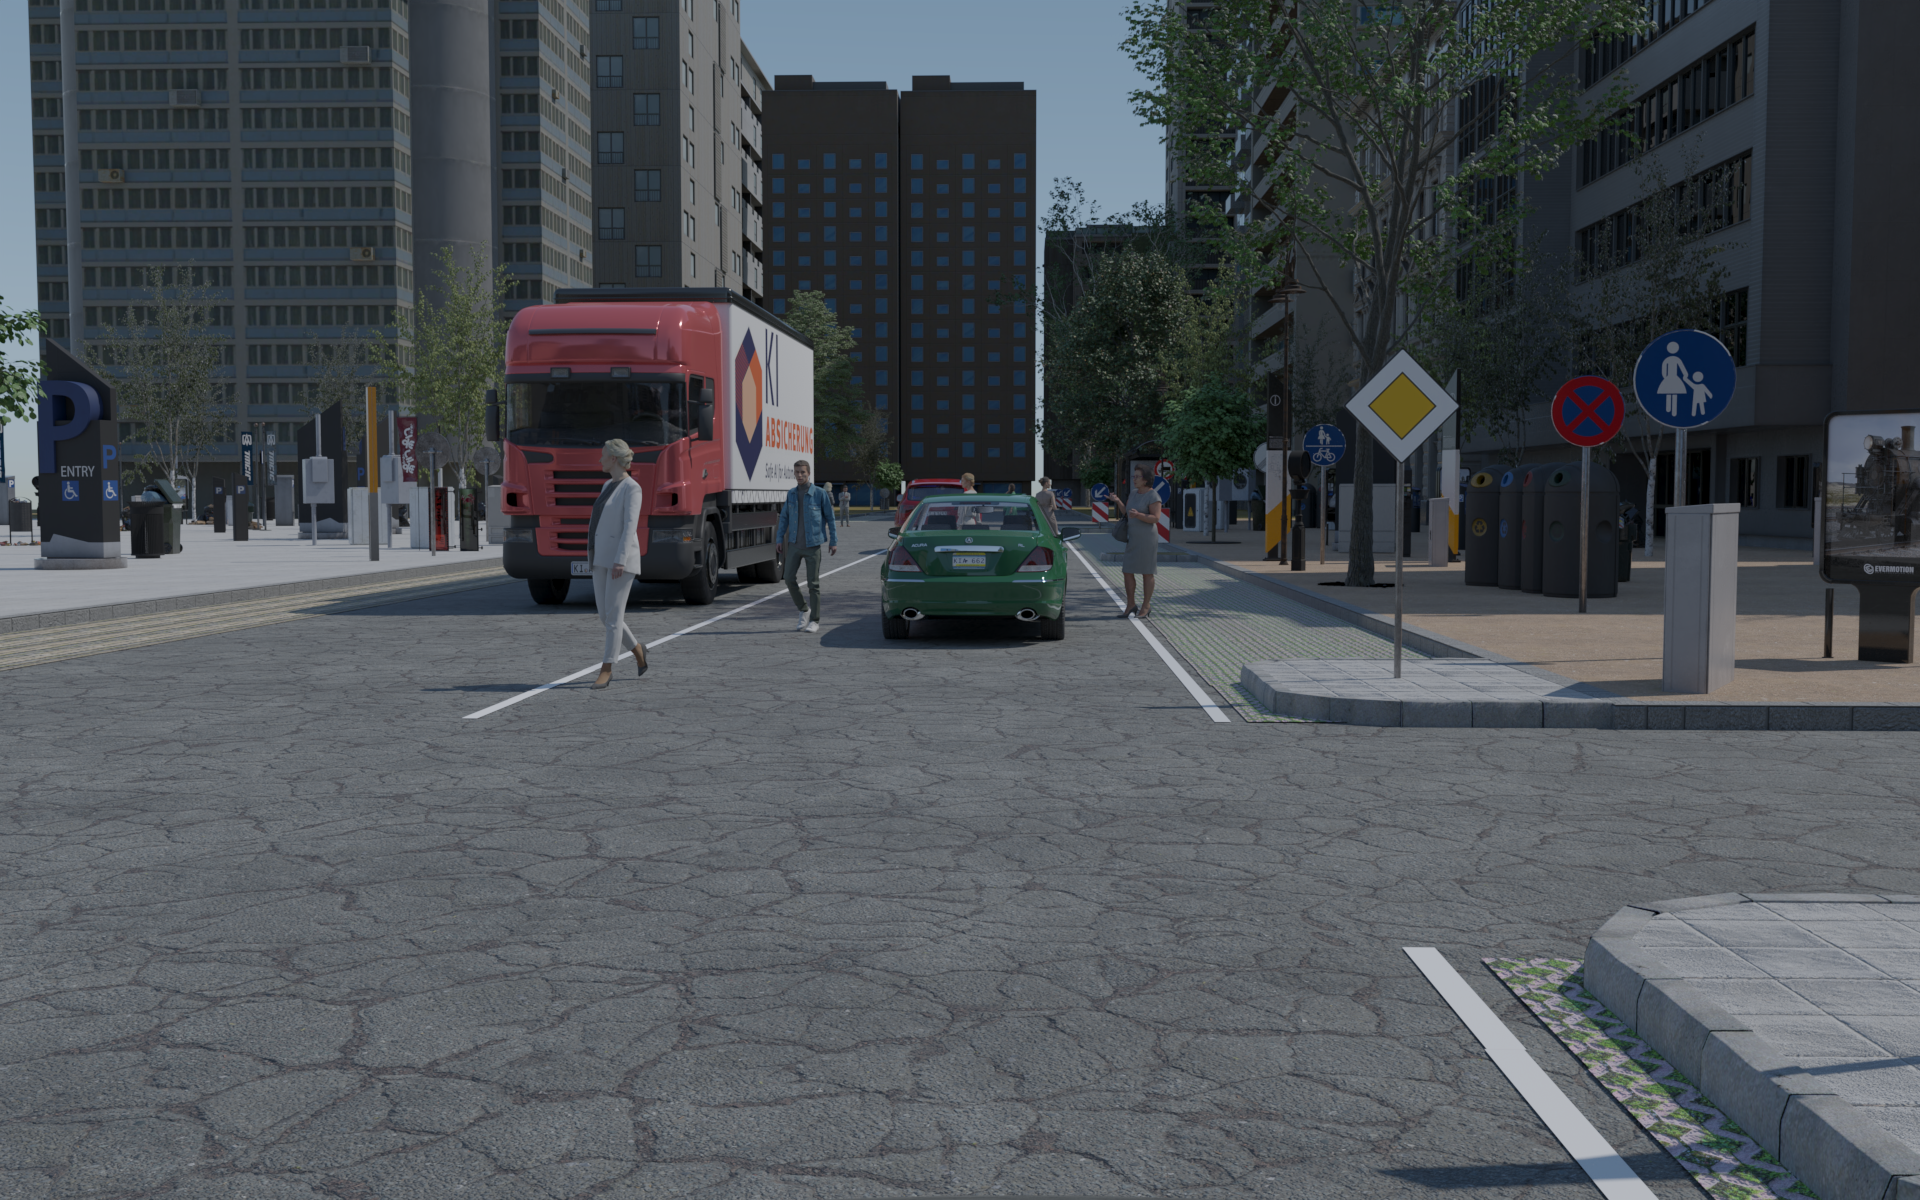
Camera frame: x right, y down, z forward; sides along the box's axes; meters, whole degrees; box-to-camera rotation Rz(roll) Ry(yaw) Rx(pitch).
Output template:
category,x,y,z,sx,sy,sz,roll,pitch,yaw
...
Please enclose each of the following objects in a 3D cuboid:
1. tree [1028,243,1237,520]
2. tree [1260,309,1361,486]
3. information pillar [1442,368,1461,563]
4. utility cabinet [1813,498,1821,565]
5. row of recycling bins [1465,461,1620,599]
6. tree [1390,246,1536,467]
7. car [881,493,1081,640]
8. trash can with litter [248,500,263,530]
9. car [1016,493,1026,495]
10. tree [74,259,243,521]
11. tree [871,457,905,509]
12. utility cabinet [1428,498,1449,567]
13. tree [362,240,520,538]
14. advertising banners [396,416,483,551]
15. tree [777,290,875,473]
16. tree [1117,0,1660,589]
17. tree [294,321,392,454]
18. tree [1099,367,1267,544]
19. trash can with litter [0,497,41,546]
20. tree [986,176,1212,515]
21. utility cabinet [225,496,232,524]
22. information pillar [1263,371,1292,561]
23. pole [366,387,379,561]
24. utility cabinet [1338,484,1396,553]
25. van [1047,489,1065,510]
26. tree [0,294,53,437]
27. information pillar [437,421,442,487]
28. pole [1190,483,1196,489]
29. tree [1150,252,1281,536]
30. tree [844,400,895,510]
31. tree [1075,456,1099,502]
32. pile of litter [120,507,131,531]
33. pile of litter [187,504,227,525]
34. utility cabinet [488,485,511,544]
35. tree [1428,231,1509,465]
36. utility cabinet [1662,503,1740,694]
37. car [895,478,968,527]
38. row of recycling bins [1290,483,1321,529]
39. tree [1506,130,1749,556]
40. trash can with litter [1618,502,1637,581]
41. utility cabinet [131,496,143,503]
category,x,y,z,sx,sy,sz,roll,pitch,yaw
tree,7.795,-9.929,79.340,9.611,12.733,9.660,0,3,0
tree,14.076,-7.266,69.158,4.360,8.622,3.978,0,3,0
information pillar,9.221,-2.518,32.520,0.183,3.616,0.504,-1,4,-15
utility cabinet,15.890,-1.219,31.085,0.306,1.237,1.020,-2,4,-32
row of recycling bins,7.688,-0.969,22.959,1.069,1.692,3.534,0,4,-4
tree,14.918,-6.209,51.880,4.737,8.622,4.395,0,3,0
car,0.228,-0.410,18.497,2.131,1.459,4.920,0,4,4
trash can with litter,-25.608,-3.129,62.546,1.055,1.170,0.624,2,4,28
car,3.837,-6.580,116.375,1.959,1.807,4.718,0,4,4
tree,-24.717,-6.319,53.685,4.360,8.622,3.978,0,3,0
tree,-6.523,-10.400,153.747,4.285,4.588,4.351,0,3,0
utility cabinet,8.542,-1.210,30.947,0.306,1.237,1.020,1,4,12
tree,-14.609,-6.088,49.909,4.737,8.622,4.395,0,3,0
advertising banners,-11.709,-2.614,38.926,2.074,3.025,0.090,1,4,13
tree,-8.601,-10.889,96.159,7.486,12.596,7.792,0,3,0
tree,5.722,-5.989,23.680,9.928,11.665,9.643,0,3,0
tree,-26.613,-7.586,74.390,4.360,8.622,3.978,0,3,0
tree,6.536,-3.753,45.082,4.285,4.588,4.351,0,3,0
trash can with litter,-23.778,-1.962,43.143,2.233,1.210,1.678,-1,4,-10
tree,8.375,-15.190,104.238,12.611,20.169,13.585,0,3,0
utility cabinet,-30.751,-3.808,73.423,1.020,1.237,0.306,0,4,8
information pillar,6.056,-2.547,32.995,0.504,3.616,0.183,-1,4,-12
pole,-11.230,-2.401,33.107,0.158,3.312,0.155,0,3,0
utility cabinet,8.830,-1.768,37.588,1.173,1.500,0.318,1,4,10
van,7.953,-8.576,147.226,2.013,2.044,4.112,0,4,2
tree,-11.972,-2.156,18.967,4.285,4.588,4.351,0,3,0
information pillar,-16.708,-3.933,55.667,0.183,3.616,0.504,-1,4,-11
pole,8.268,-4.134,61.433,0.158,3.312,0.155,0,3,0
tree,7.644,-6.277,52.993,4.737,8.622,4.395,0,3,0
tree,-7.035,-11.308,135.244,4.360,8.622,3.978,0,3,0
tree,10.691,-9.328,136.221,4.285,4.588,4.351,0,3,0
pile of litter,-29.001,-2.807,59.863,1.176,0.858,1.719,2,4,30
pile of litter,-31.448,-3.573,72.387,1.719,0.858,1.176,1,4,19
utility cabinet,-11.225,-2.124,43.404,1.173,1.500,0.318,1,4,12
tree,14.845,-5.900,46.825,4.360,8.622,3.978,0,3,0
utility cabinet,4.941,-0.024,11.560,0.306,1.237,1.020,2,4,33
car,-0.499,-2.125,43.421,2.281,1.827,5.304,0,4,2
row of recycling bins,13.335,-3.536,64.924,3.534,1.692,1.069,2,4,33
tree,14.188,-5.222,35.741,4.360,8.622,3.978,0,3,0
trash can with litter,9.395,-0.863,25.494,0.624,1.170,1.055,-3,5,-39
utility cabinet,-31.207,-3.381,66.442,0.306,1.237,1.020,3,4,37
